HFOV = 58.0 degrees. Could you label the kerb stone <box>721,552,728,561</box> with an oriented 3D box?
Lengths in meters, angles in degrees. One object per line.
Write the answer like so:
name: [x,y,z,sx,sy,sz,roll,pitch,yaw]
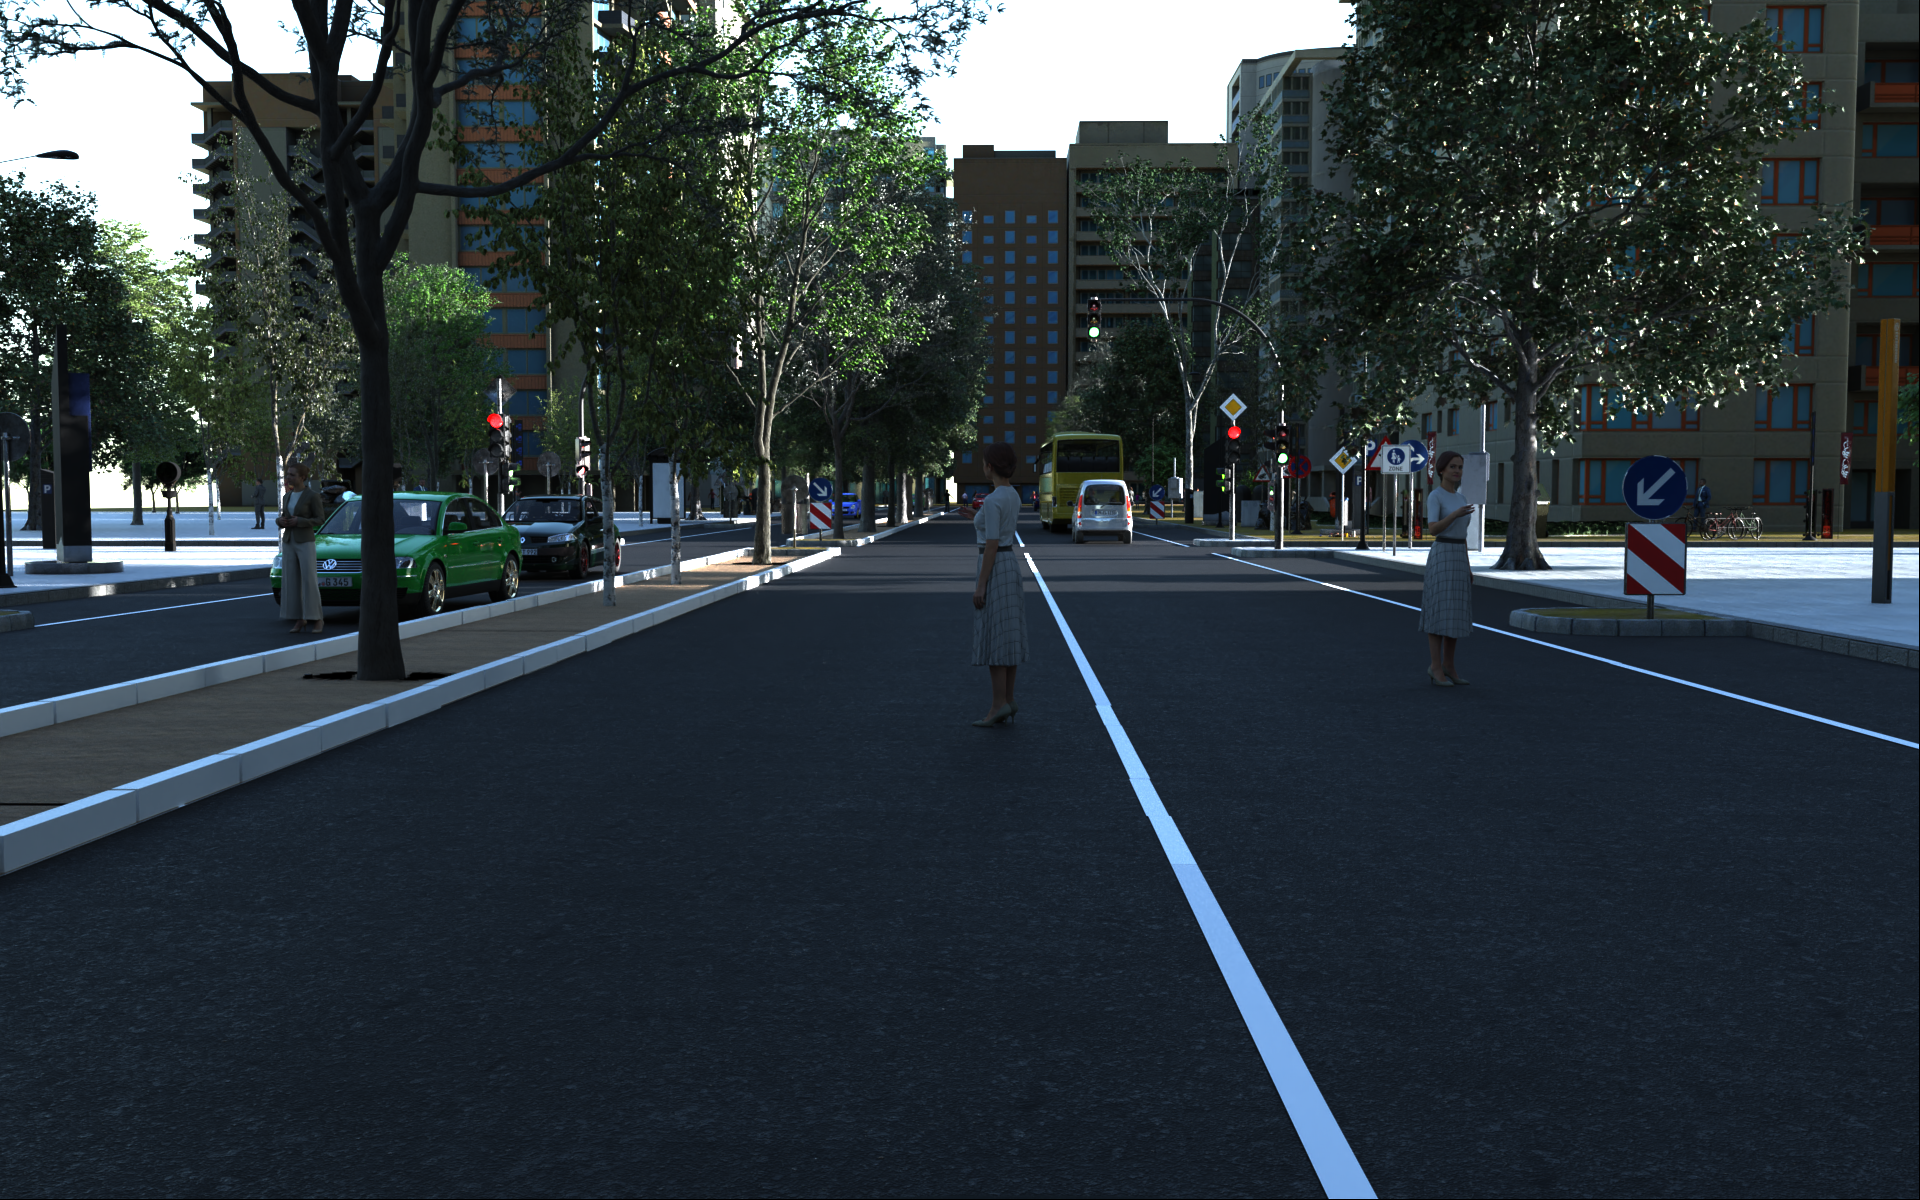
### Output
kerb stone: [-5.120,-0.892,36.854,0.120,0.150,1.000,0,4,1]

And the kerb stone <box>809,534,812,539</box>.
kerb stone: [-4.772,-1.927,53.742,0.120,0.150,1.000,0,4,1]

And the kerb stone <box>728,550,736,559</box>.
kerb stone: [-5.098,-0.959,37.878,0.120,0.150,1.000,0,4,1]

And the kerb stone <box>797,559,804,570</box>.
kerb stone: [-3.100,-0.639,32.653,0.120,0.150,1.000,0,4,1]

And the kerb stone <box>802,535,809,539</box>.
kerb stone: [-4.789,-1.867,52.720,0.120,0.150,1.000,0,4,1]

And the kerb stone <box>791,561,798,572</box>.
kerb stone: [-3.126,-0.577,31.631,0.120,0.150,1.000,0,4,1]

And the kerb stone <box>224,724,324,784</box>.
kerb stone: [-3.596,0.803,9.059,0.120,0.150,1.000,0,4,1]

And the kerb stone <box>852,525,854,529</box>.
kerb stone: [-4.445,-2.869,69.124,0.120,0.150,1.000,0,4,1]

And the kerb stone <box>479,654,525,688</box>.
kerb stone: [-3.519,0.554,13.161,0.120,0.150,1.000,0,4,1]

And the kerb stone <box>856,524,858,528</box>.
kerb stone: [-4.397,-2.991,71.168,0.120,0.150,1.000,0,4,1]

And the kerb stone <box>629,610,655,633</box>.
kerb stone: [-3.403,0.239,18.292,0.120,0.150,1.000,0,4,1]

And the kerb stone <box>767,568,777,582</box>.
kerb stone: [-3.187,-0.388,28.549,0.120,0.150,1.000,0,4,1]

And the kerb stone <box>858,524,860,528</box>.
kerb stone: [-4.383,-3.058,72.191,0.120,0.150,1.000,0,4,1]

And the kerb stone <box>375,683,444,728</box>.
kerb stone: [-3.549,0.678,11.105,0.120,0.150,1.000,0,4,1]

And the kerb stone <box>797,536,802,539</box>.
kerb stone: [-4.827,-1.742,50.676,0.120,0.150,1.000,0,4,1]

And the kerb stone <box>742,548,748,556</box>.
kerb stone: [-5.060,-1.083,39.936,0.120,0.150,1.000,0,4,1]

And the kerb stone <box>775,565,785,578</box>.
kerb stone: [-3.162,-0.452,29.583,0.120,0.150,1.000,0,4,1]

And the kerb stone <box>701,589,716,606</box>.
kerb stone: [-3.324,-0.012,22.398,0.120,0.150,1.000,0,4,1]

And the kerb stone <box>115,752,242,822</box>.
kerb stone: [-3.622,0.866,8.037,0.120,0.150,1.000,0,4,1]

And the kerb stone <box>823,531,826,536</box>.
kerb stone: [-4.676,-2.177,57.837,0.120,0.150,1.000,0,4,1]

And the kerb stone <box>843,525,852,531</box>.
kerb stone: [-4.456,-2.808,68.102,0.120,0.150,1.000,0,4,1]

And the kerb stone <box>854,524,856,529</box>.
kerb stone: [-4.424,-2.933,70.146,0.120,0.150,1.000,0,4,1]

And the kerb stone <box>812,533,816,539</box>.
kerb stone: [-4.741,-1.992,54.767,0.120,0.150,1.000,0,4,1]

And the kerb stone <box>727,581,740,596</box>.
kerb stone: [-3.280,-0.136,24.448,0.120,0.150,1.000,0,4,1]

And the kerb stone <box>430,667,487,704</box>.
kerb stone: [-3.540,0.615,12.135,0.120,0.150,1.000,0,4,1]

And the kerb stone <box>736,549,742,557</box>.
kerb stone: [-5.078,-1.022,38.907,0.120,0.150,1.000,0,4,1]

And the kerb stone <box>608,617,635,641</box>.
kerb stone: [-3.428,0.301,17.269,0.120,0.150,1.000,0,4,1]

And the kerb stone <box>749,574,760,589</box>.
kerb stone: [-3.229,-0.263,26.503,0.120,0.150,1.000,0,4,1]

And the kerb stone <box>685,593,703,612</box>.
kerb stone: [-3.346,0.050,21.374,0.120,0.150,1.000,0,4,1]

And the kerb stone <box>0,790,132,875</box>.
kerb stone: [-3.640,0.930,7.004,0.120,0.150,1.000,0,4,1]

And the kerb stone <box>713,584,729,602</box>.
kerb stone: [-3.300,-0.075,23.424,0.120,0.150,1.000,0,4,1]

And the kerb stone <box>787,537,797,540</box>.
kerb stone: [-4.851,-1.679,49.645,0.120,0.150,1.000,0,4,1]

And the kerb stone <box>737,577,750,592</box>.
kerb stone: [-3.251,-0.200,25.474,0.120,0.150,1.000,0,4,1]

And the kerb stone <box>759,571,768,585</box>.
kerb stone: [-3.211,-0.322,27.525,0.120,0.150,1.000,0,4,1]

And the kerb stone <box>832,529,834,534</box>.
kerb stone: [-4.615,-2.365,60.911,0.120,0.150,1.000,0,4,1]

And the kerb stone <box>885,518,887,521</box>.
kerb stone: [-4.014,-4.126,89.656,0.120,0.150,1.000,0,4,1]

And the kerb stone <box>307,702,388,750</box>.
kerb stone: [-3.580,0.741,10.081,0.120,0.150,1.000,0,4,1]

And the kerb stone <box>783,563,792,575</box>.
kerb stone: [-3.141,-0.514,30.605,0.120,0.150,1.000,0,4,1]

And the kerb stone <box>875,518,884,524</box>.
kerb stone: [-4.054,-3.994,87.607,0.120,0.150,1.000,0,4,1]

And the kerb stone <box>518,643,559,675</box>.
kerb stone: [-3.490,0.490,14.188,0.120,0.150,1.000,0,4,1]

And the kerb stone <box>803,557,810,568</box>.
kerb stone: [-3.086,-0.702,33.677,0.120,0.150,1.000,0,4,1]

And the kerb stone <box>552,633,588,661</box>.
kerb stone: [-3.473,0.432,15.221,0.120,0.150,1.000,0,4,1]

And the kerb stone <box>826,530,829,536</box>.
kerb stone: [-4.653,-2.238,58.865,0.120,0.150,1.000,0,4,1]

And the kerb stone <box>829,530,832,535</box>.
kerb stone: [-4.634,-2.303,59.889,0.120,0.150,1.000,0,4,1]

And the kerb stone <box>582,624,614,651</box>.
kerb stone: [-3.440,0.365,16.242,0.120,0.150,1.000,0,4,1]

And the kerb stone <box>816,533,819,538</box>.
kerb stone: [-4.722,-2.055,55.791,0.120,0.150,1.000,0,4,1]

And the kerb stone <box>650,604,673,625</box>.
kerb stone: [-3.380,0.176,19.321,0.120,0.150,1.000,0,4,1]

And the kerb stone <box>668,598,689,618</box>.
kerb stone: [-3.362,0.113,20.343,0.120,0.150,1.000,0,4,1]
